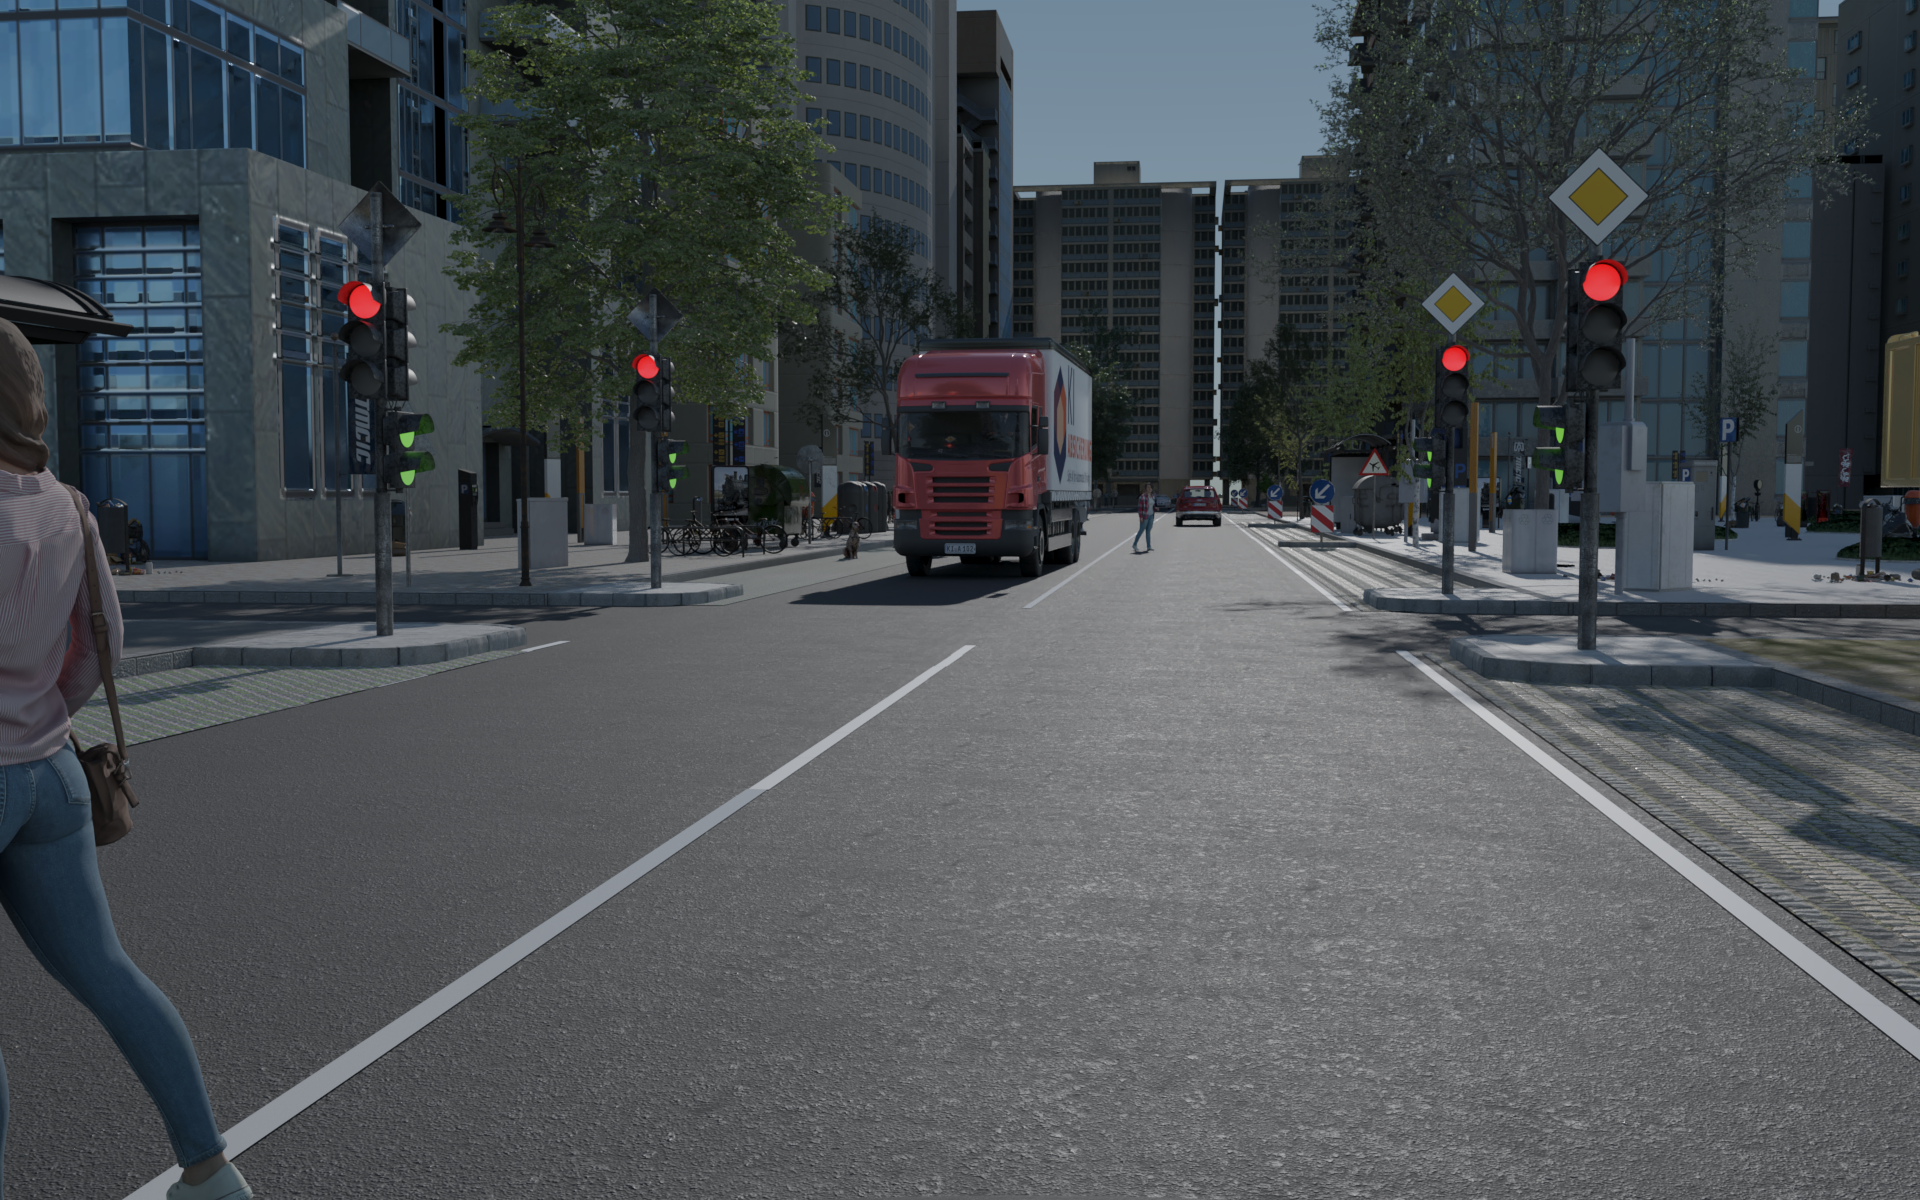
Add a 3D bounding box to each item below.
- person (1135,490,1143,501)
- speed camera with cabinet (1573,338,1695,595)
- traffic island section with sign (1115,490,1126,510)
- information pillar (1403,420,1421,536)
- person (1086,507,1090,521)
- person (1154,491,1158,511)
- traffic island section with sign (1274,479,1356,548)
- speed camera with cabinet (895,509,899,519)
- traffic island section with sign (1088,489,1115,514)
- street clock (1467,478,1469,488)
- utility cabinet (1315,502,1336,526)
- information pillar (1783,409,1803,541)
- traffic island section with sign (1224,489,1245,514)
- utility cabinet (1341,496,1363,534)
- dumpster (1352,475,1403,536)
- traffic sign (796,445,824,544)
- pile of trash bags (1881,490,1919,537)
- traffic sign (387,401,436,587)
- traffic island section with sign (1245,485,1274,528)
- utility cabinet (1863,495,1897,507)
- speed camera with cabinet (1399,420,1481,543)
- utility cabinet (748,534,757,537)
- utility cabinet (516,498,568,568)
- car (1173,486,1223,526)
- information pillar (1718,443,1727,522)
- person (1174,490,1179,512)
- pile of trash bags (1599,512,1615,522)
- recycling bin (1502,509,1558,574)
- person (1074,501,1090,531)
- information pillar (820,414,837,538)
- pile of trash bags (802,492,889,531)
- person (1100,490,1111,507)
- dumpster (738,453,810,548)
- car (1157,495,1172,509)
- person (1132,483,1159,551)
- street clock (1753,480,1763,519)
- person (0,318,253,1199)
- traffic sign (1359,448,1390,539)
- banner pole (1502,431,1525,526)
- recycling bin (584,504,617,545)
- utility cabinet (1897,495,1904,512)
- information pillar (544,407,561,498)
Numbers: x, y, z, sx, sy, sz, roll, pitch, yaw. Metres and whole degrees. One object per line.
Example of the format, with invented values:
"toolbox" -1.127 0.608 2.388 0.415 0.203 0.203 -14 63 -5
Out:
"person" 13.986 -7.667 134.377 0.721 1.766 1.217 3 5 42
"speed camera with cabinet" 8.915 -1.736 22.719 2.038 3.252 0.660 -3 5 -42
"traffic island section with sign" 13.571 -8.749 151.678 1.989 1.847 2.006 0 4 8
"information pillar" 13.814 -3.761 52.848 0.183 3.616 0.504 -3 4 -36
"person" 6.700 -5.190 93.213 0.638 1.841 0.748 -3 4 -37
"person" 16.985 -8.595 149.966 0.436 1.711 0.756 1 4 17
"traffic island section with sign" 9.643 -2.341 46.911 1.989 1.847 2.006 0 4 8
"speed camera with cabinet" -2.065 -4.222 63.360 0.660 3.252 2.038 0 4 -1
"traffic island section with sign" 9.922 -7.105 124.795 1.989 1.847 2.006 0 4 8
"street clock" 23.067 -4.541 78.819 0.358 2.002 0.471 2 4 28
"utility cabinet" 14.814 -3.711 69.358 1.173 1.500 0.318 0 4 -3
"information pillar" 22.957 -3.447 47.715 0.504 3.616 0.183 -1 4 -9
"traffic island section with sign" 20.096 -7.043 123.788 1.989 1.847 2.006 0 4 8
"utility cabinet" 12.744 -2.765 56.367 0.306 1.237 1.020 -1 4 -15
"dumpster" 12.826 -2.921 53.516 1.264 1.857 1.865 0 4 8
"traffic sign" -3.878 -2.722 44.613 0.768 2.556 0.104 1 4 17
"pile of trash bags" 22.870 -1.943 41.528 1.912 1.369 3.447 2 4 27
"traffic sign" -7.623 -1.460 23.876 0.884 2.594 0.081 1 4 17
"traffic island section with sign" 13.368 -4.015 74.273 1.989 1.847 2.006 0 4 8
"utility cabinet" 34.966 -3.350 65.936 1.020 1.237 0.306 3 4 37
"speed camera with cabinet" 12.742 -3.159 45.993 2.038 3.252 0.660 2 4 24
"utility cabinet" -6.355 -2.451 51.239 1.020 1.237 0.306 1 4 22
"utility cabinet" -7.318 -1.175 30.371 0.306 1.237 1.020 2 4 27
"car" 10.920 -4.326 79.404 2.281 1.827 5.304 0 4 6
"information pillar" 35.205 -5.415 79.891 0.504 3.616 0.183 -3 5 -41
"person" 17.784 -8.130 141.977 0.434 1.755 0.990 1 4 10
"pile of trash bags" 26.777 -4.022 75.505 3.447 1.369 1.912 -2 4 -24
"recycling bin" 9.260 -0.954 28.151 0.722 1.027 0.722 0 4 4
"person" 4.664 -3.566 66.646 0.661 1.843 0.795 -2 4 -24
"information pillar" -3.833 -3.624 50.609 0.504 3.616 0.183 -2 4 -33
"pile of trash bags" -4.109 -3.097 60.384 3.447 1.369 1.912 1 4 23
"person" 15.196 -10.480 179.930 1.350 1.814 0.705 0 4 3
"dumpster" -4.529 -2.377 41.361 1.502 2.255 1.985 0 4 8
"car" 19.136 -9.346 165.172 2.083 1.381 4.827 0 4 8
"person" 4.723 -2.119 43.989 0.563 1.720 0.643 -3 4 -39
"street clock" 40.229 -5.063 87.353 0.471 2.002 0.358 -3 4 -37
"person" -1.695 0.361 3.193 0.643 1.750 0.593 1 4 10
"traffic sign" 11.787 -3.015 49.304 0.884 2.594 0.081 1 4 10
"banner pole" 22.201 -4.852 69.349 0.863 3.779 0.401 0 4 3
"recycling bin" -9.111 -1.916 43.878 0.722 1.027 0.722 0 4 -2
"utility cabinet" 42.342 -4.116 78.457 1.020 1.237 0.306 -2 4 -29
"information pillar" -9.669 -3.045 41.147 0.183 3.616 0.504 2 4 28
